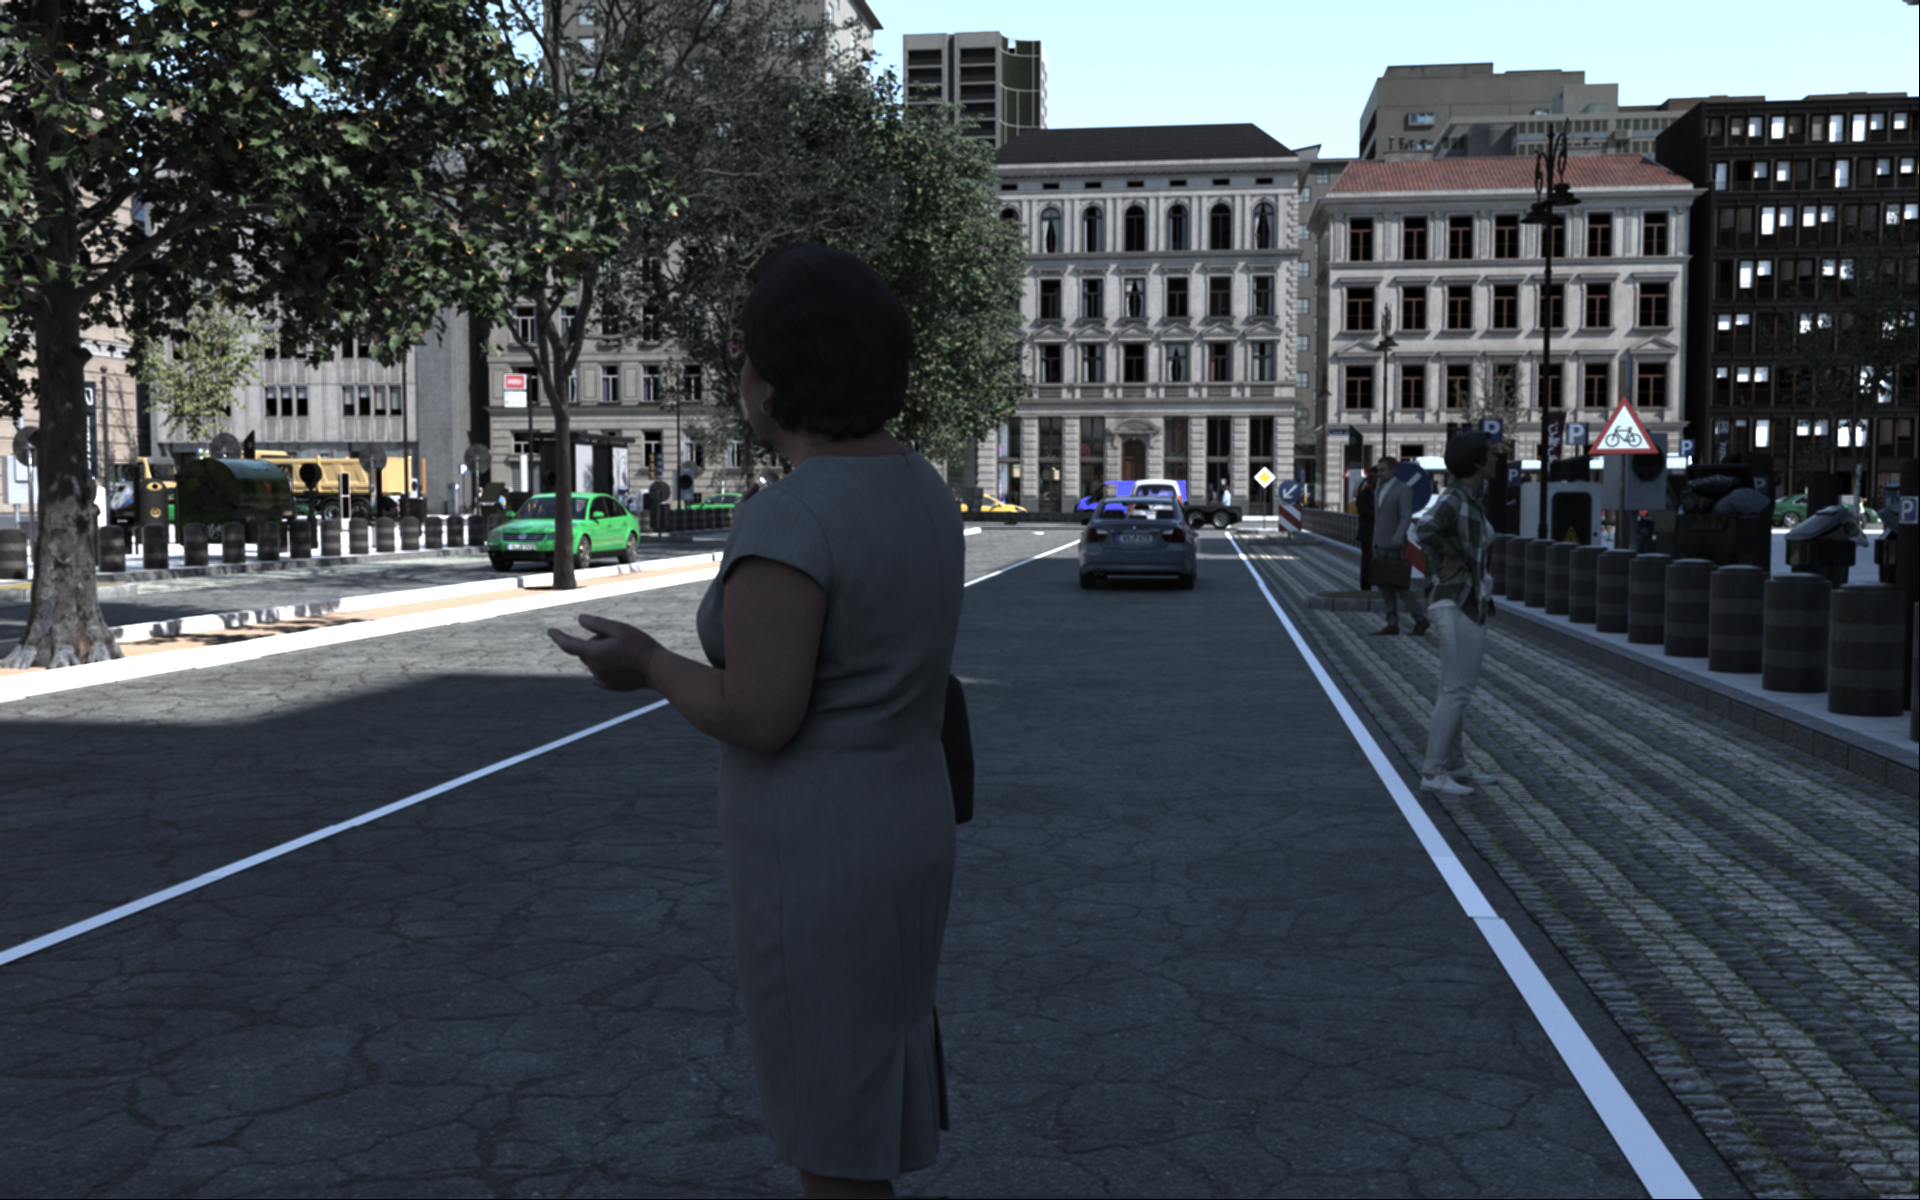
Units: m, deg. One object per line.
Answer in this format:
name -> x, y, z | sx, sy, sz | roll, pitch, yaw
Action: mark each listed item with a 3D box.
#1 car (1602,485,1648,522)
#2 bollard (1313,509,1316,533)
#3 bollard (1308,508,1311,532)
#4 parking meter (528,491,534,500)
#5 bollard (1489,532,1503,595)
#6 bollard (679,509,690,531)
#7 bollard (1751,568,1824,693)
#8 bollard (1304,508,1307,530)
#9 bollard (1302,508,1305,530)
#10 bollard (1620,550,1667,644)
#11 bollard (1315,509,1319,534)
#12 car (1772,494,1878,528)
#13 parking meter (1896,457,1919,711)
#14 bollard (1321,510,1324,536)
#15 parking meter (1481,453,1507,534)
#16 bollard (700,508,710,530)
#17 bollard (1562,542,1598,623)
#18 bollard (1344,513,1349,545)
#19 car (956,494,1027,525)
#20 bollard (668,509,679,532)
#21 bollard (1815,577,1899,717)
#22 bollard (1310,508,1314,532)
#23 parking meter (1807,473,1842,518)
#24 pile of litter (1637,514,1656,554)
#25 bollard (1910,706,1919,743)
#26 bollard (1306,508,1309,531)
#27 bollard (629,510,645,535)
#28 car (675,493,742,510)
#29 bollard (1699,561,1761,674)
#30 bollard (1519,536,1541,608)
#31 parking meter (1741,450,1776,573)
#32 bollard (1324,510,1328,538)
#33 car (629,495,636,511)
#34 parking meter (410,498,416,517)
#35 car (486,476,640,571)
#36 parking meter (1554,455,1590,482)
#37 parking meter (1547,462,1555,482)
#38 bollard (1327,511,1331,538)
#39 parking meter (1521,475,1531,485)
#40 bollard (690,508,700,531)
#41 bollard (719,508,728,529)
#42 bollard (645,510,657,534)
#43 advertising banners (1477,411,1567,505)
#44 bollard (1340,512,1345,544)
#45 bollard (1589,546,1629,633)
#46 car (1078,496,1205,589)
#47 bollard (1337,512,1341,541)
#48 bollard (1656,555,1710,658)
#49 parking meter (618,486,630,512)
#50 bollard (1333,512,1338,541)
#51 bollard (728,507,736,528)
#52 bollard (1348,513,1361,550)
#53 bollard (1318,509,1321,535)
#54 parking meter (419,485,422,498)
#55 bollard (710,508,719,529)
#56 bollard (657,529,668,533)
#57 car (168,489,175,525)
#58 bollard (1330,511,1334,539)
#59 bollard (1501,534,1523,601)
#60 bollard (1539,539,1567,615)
car -> 27.036, -3.877, 72.059 | 5.304, 1.827, 2.281 | 1, 4, 9
bollard -> 11.607, -2.494, 55.492 | 0.404, 0.777, 0.398 | 0, 3, 0
bollard -> 11.945, -2.642, 57.915 | 0.404, 0.777, 0.398 | 0, 3, 0
parking meter -> -26.035, -5.909, 105.016 | 0.372, 1.533, 0.369 | 0, 3, 0
bollard -> 6.969, -0.451, 22.095 | 0.404, 0.777, 0.398 | 0, 3, 0
bollard -> -9.644, -2.745, 59.593 | 0.404, 0.777, 0.398 | 0, 3, 0
bollard -> 5.475, 0.207, 11.332 | 0.404, 0.777, 0.398 | 0, 3, 0
bollard -> 12.278, -2.789, 60.314 | 0.404, 0.777, 0.398 | 0, 3, 0
bollard -> 12.442, -2.862, 61.509 | 0.404, 0.777, 0.398 | 0, 3, 0
bollard -> 5.983, -0.014, 14.941 | 0.404, 0.777, 0.398 | 0, 3, 0
bollard -> 11.437, -2.420, 54.289 | 0.404, 0.777, 0.398 | 0, 3, 0
car -> 37.174, -3.872, 75.113 | 4.920, 1.459, 2.131 | 0, 4, 7
parking meter -> 5.774, -0.115, 10.290 | 0.372, 1.533, 0.369 | 0, 3, 0
bollard -> 11.106, -2.275, 51.908 | 0.404, 0.777, 0.398 | 0, 3, 0
parking meter -> 7.652, -1.170, 24.842 | 0.255, 1.863, 0.399 | 0, 4, -3
bollard -> -9.309, -2.892, 61.998 | 0.404, 0.777, 0.398 | 0, 3, 0
bollard -> 6.307, -0.159, 17.323 | 0.404, 0.777, 0.398 | 0, 3, 0
bollard -> 9.947, -1.764, 43.557 | 0.404, 0.777, 0.398 | 0, 3, 0
car -> 1.202, -4.323, 80.902 | 3.980, 1.641, 2.015 | 0, 4, 8
bollard -> -9.810, -2.672, 58.403 | 0.404, 0.777, 0.398 | 0, 3, 0
bollard -> 5.312, 0.280, 10.142 | 0.404, 0.777, 0.398 | 0, 3, 0
bollard -> 11.775, -2.568, 56.706 | 0.404, 0.777, 0.398 | 0, 3, 0
parking meter -> 10.370, -0.758, 20.803 | 0.372, 1.533, 0.369 | 0, 3, 0
pile of litter -> 15.091, -1.443, 37.565 | 1.176, 0.858, 1.719 | 3, 4, 36
bollard -> 5.144, 0.353, 8.947 | 0.404, 0.777, 0.398 | 0, 3, 0
bollard -> 12.112, -2.715, 59.114 | 0.404, 0.777, 0.398 | 0, 3, 0
bollard -> -10.311, -2.451, 54.792 | 0.404, 0.777, 0.398 | 0, 3, 0
car -> -10.763, -4.286, 78.868 | 4.718, 1.807, 1.959 | 1, 4, 9
bollard -> 5.644, 0.133, 12.541 | 0.404, 0.777, 0.398 | 0, 3, 0
bollard -> 6.641, -0.305, 19.704 | 0.404, 0.777, 0.398 | 0, 3, 0
parking meter -> 10.626, -1.063, 23.084 | 0.399, 1.863, 0.255 | 1, 4, 15
bollard -> 10.940, -2.202, 50.715 | 0.404, 0.777, 0.398 | 0, 3, 0
car -> -17.077, -4.579, 86.865 | 4.499, 1.417, 2.014 | 0, 4, 7
parking meter -> -30.735, -5.433, 97.243 | 0.372, 1.533, 0.369 | 0, 3, 0
car -> -7.648, -1.521, 33.673 | 1.959, 1.807, 4.718 | 0, 4, 7
parking meter -> 9.139, -1.230, 25.815 | 0.399, 1.863, 0.255 | -1, 4, -14
parking meter -> 9.476, -1.324, 27.362 | 0.399, 1.863, 0.255 | 1, 4, 12
bollard -> 10.779, -2.129, 49.520 | 0.404, 0.777, 0.398 | 0, 3, 0
parking meter -> 17.679, -2.965, 54.188 | 0.255, 1.863, 0.399 | 3, 4, 37
bollard -> -9.477, -2.818, 60.786 | 0.404, 0.777, 0.398 | 0, 3, 0
bollard -> -8.978, -3.038, 64.384 | 0.404, 0.777, 0.398 | 0, 3, 0
bollard -> -10.139, -2.525, 56.005 | 0.404, 0.777, 0.398 | 0, 3, 0
advertising banners -> 12.037, -2.520, 37.386 | 2.074, 3.025, 0.090 | 3, 5, 40
bollard -> 10.115, -1.837, 44.752 | 0.404, 0.777, 0.398 | 0, 3, 0
bollard -> 6.145, -0.087, 16.132 | 0.404, 0.777, 0.398 | 0, 3, 0
car -> 2.875, -0.950, 27.528 | 2.014, 1.417, 4.499 | 1, 4, 8
bollard -> 10.283, -1.910, 45.942 | 0.404, 0.777, 0.398 | 0, 3, 0
bollard -> 5.811, 0.059, 13.745 | 0.404, 0.777, 0.398 | 0, 3, 0
parking meter -> -10.926, -2.928, 56.279 | 0.372, 1.533, 0.369 | 0, 3, 0
bollard -> 10.445, -1.983, 47.140 | 0.404, 0.777, 0.398 | 0, 3, 0
bollard -> -8.814, -3.111, 65.574 | 0.404, 0.777, 0.398 | 0, 3, 0
bollard -> 9.784, -1.691, 42.361 | 0.404, 0.777, 0.398 | 0, 3, 0
bollard -> 11.279, -2.347, 53.097 | 0.404, 0.777, 0.398 | 0, 3, 0
parking meter -> -32.655, -6.086, 105.214 | 0.399, 1.863, 0.255 | -1, 4, -13
bollard -> -9.140, -2.965, 63.193 | 0.404, 0.777, 0.398 | 0, 3, 0
bollard -> -9.978, -2.598, 57.201 | 0.404, 0.777, 0.398 | 0, 3, 0
car -> -32.074, -3.924, 72.959 | 4.718, 1.807, 1.959 | 1, 4, 9
bollard -> 10.612, -2.056, 48.330 | 0.404, 0.777, 0.398 | 0, 3, 0
bollard -> 6.803, -0.378, 20.894 | 0.404, 0.777, 0.398 | 0, 3, 0
bollard -> 6.473, -0.232, 18.513 | 0.404, 0.777, 0.398 | 0, 3, 0
